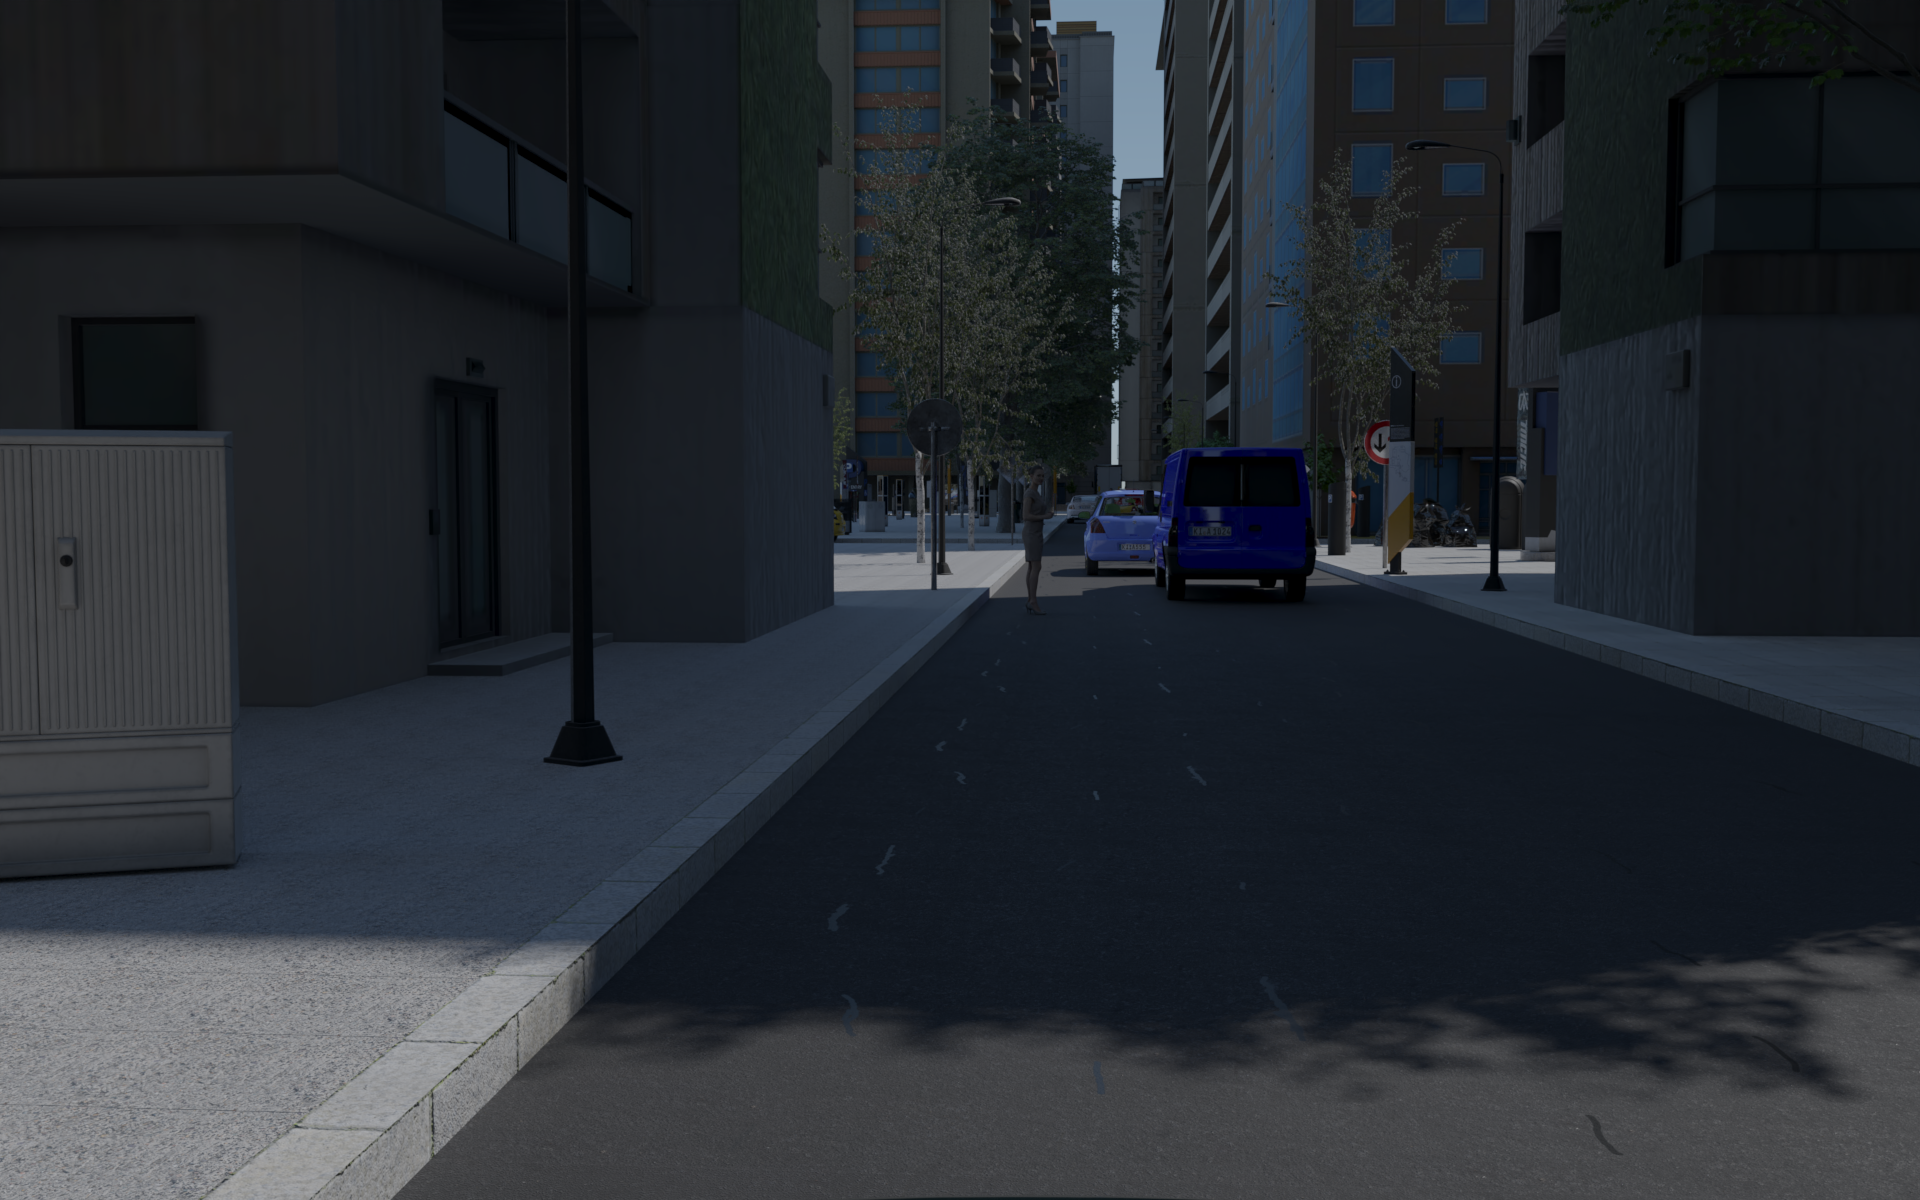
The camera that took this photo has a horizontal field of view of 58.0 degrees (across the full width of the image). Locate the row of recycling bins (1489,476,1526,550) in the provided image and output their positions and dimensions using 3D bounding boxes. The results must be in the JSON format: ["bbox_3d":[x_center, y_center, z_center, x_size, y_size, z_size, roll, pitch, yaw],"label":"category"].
[{"bbox_3d":[13.638,-1.965,39.239,1.069,1.692,3.534,-3,5,-43],"label":"row of recycling bins"}]

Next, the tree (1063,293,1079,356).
[{"bbox_3d":[0.331,-5.412,38.853,4.360,8.622,3.978,0,3,0],"label":"tree"}]

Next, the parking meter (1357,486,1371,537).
[{"bbox_3d":[12.054,-2.648,51.700,0.372,1.533,0.369,0,3,0],"label":"parking meter"}]

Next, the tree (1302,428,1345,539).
[{"bbox_3d":[10.487,-3.390,50.025,1.663,3.219,1.824,0,3,0],"label":"tree"}]

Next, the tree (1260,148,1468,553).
[{"bbox_3d":[8.736,-5.344,37.735,4.360,8.622,3.978,0,3,0],"label":"tree"}]

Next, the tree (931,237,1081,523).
[{"bbox_3d":[2.470,-9.741,77.398,7.486,12.596,7.792,0,3,0],"label":"tree"}]

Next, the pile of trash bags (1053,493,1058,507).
[{"bbox_3d":[5.071,-6.419,114.699,3.447,1.369,1.912,-3,4,-38],"label":"pile of trash bags"}]

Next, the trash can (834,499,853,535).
[{"bbox_3d":[-3.693,-2.606,54.265,0.748,1.137,0.748,0,3,0],"label":"trash can"}]

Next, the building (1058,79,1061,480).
[{"bbox_3d":[-1.353,-31.523,170.022,22.147,44.769,28.867,0,4,4],"label":"building"}]

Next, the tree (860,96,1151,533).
[{"bbox_3d":[1.620,-9.192,56.952,9.857,13.997,8.962,0,3,0],"label":"tree"}]

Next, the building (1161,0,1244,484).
[{"bbox_3d":[27.121,-31.367,136.556,21.300,48.544,21.600,0,4,4],"label":"building"}]

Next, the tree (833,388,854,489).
[{"bbox_3d":[-8.772,-9.993,113.748,4.737,8.622,4.395,0,3,0],"label":"tree"}]

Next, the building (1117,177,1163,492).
[{"bbox_3d":[26.888,-32.619,216.909,14.086,41.232,14.154,0,4,4],"label":"building"}]

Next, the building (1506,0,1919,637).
[{"bbox_3d":[14.162,-15.250,21.037,14.160,30.474,14.107,0,4,4],"label":"building"}]

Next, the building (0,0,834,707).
[{"bbox_3d":[-8.977,-20.117,12.505,14.154,41.232,14.086,0,4,4],"label":"building"}]

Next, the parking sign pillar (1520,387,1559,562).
[{"bbox_3d":[11.549,-2.739,33.257,1.447,3.967,1.447,-1,4,-21],"label":"parking sign pillar"}]

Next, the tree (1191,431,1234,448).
[{"bbox_3d":[12.914,-6.348,87.503,4.285,4.588,4.351,0,3,0],"label":"tree"}]

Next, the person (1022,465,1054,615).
[{"bbox_3d":[0.928,-0.731,20.786,0.374,1.781,0.599,1,4,15],"label":"person"}]

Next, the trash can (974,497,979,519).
[{"bbox_3d":[0.842,-4.847,90.899,0.748,1.137,0.748,0,3,0],"label":"trash can"}]

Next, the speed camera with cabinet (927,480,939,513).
[{"bbox_3d":[-1.761,-7.428,115.787,0.660,3.252,2.038,1,4,10],"label":"speed camera with cabinet"}]

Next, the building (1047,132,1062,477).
[{"bbox_3d":[4.331,-31.217,193.996,14.086,41.232,14.154,0,4,4],"label":"building"}]

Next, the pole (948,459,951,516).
[{"bbox_3d":[-0.627,-6.611,101.926,0.158,3.312,0.155,0,3,0],"label":"pole"}]

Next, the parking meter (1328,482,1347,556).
[{"bbox_3d":[7.888,-1.701,36.223,0.372,1.533,0.369,0,3,0],"label":"parking meter"}]

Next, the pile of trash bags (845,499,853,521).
[{"bbox_3d":[-6.757,-4.463,82.714,1.912,1.369,3.447,3,5,42],"label":"pile of trash bags"}]

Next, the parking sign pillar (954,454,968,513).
[{"bbox_3d":[0.304,-7.936,118.231,1.447,3.967,1.447,2,4,26],"label":"parking sign pillar"}]

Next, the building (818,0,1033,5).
[{"bbox_3d":[-3.730,-29.747,140.986,22.147,44.769,28.867,0,4,4],"label":"building"}]

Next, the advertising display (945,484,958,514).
[{"bbox_3d":[-0.565,-6.467,110.951,0.974,1.923,0.123,2,4,24],"label":"advertising display"}]

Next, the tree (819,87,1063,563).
[{"bbox_3d":[-0.662,-4.975,31.710,4.360,8.622,3.978,0,3,0],"label":"tree"}]

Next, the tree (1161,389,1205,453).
[{"bbox_3d":[15.798,-10.387,120.185,4.737,8.622,4.395,0,3,0],"label":"tree"}]

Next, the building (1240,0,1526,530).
[{"bbox_3d":[19.717,-25.928,74.037,14.600,45.320,14.200,0,4,4],"label":"building"}]

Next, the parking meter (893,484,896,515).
[{"bbox_3d":[-3.791,-5.977,103.436,0.399,1.863,0.255,-1,4,-15],"label":"parking meter"}]

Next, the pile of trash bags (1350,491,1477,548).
[{"bbox_3d":[10.685,-1.978,42.088,3.447,1.369,1.912,-1,4,-9],"label":"pile of trash bags"}]

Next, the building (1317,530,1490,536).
[{"bbox_3d":[18.204,-24.920,57.552,14.200,45.320,14.600,0,4,4],"label":"building"}]

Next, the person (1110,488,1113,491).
[{"bbox_3d":[9.204,-5.897,105.191,0.678,1.792,0.850,1,4,18],"label":"person"}]

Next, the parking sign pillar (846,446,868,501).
[{"bbox_3d":[-5.845,-6.639,97.021,1.447,3.967,1.447,2,4,27],"label":"parking sign pillar"}]

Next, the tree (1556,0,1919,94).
[{"bbox_3d":[7.039,-5.162,10.152,9.928,11.665,9.643,0,3,0],"label":"tree"}]

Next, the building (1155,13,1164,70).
[{"bbox_3d":[35.610,-36.422,184.740,28.713,52.752,27.495,0,4,4],"label":"building"}]

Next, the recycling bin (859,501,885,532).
[{"bbox_3d":[-2.994,-2.840,58.984,0.722,1.027,0.722,-1,4,-21],"label":"recycling bin"}]

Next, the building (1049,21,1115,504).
[{"bbox_3d":[5.274,-41.505,220.602,28.212,58.520,21.231,0,4,4],"label":"building"}]

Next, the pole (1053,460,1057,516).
[{"bbox_3d":[5.461,-6.458,99.430,0.158,3.312,0.155,0,3,0],"label":"pole"}]

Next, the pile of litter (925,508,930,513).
[{"bbox_3d":[-2.008,-6.468,119.722,1.176,0.858,1.719,3,5,43],"label":"pile of litter"}]
